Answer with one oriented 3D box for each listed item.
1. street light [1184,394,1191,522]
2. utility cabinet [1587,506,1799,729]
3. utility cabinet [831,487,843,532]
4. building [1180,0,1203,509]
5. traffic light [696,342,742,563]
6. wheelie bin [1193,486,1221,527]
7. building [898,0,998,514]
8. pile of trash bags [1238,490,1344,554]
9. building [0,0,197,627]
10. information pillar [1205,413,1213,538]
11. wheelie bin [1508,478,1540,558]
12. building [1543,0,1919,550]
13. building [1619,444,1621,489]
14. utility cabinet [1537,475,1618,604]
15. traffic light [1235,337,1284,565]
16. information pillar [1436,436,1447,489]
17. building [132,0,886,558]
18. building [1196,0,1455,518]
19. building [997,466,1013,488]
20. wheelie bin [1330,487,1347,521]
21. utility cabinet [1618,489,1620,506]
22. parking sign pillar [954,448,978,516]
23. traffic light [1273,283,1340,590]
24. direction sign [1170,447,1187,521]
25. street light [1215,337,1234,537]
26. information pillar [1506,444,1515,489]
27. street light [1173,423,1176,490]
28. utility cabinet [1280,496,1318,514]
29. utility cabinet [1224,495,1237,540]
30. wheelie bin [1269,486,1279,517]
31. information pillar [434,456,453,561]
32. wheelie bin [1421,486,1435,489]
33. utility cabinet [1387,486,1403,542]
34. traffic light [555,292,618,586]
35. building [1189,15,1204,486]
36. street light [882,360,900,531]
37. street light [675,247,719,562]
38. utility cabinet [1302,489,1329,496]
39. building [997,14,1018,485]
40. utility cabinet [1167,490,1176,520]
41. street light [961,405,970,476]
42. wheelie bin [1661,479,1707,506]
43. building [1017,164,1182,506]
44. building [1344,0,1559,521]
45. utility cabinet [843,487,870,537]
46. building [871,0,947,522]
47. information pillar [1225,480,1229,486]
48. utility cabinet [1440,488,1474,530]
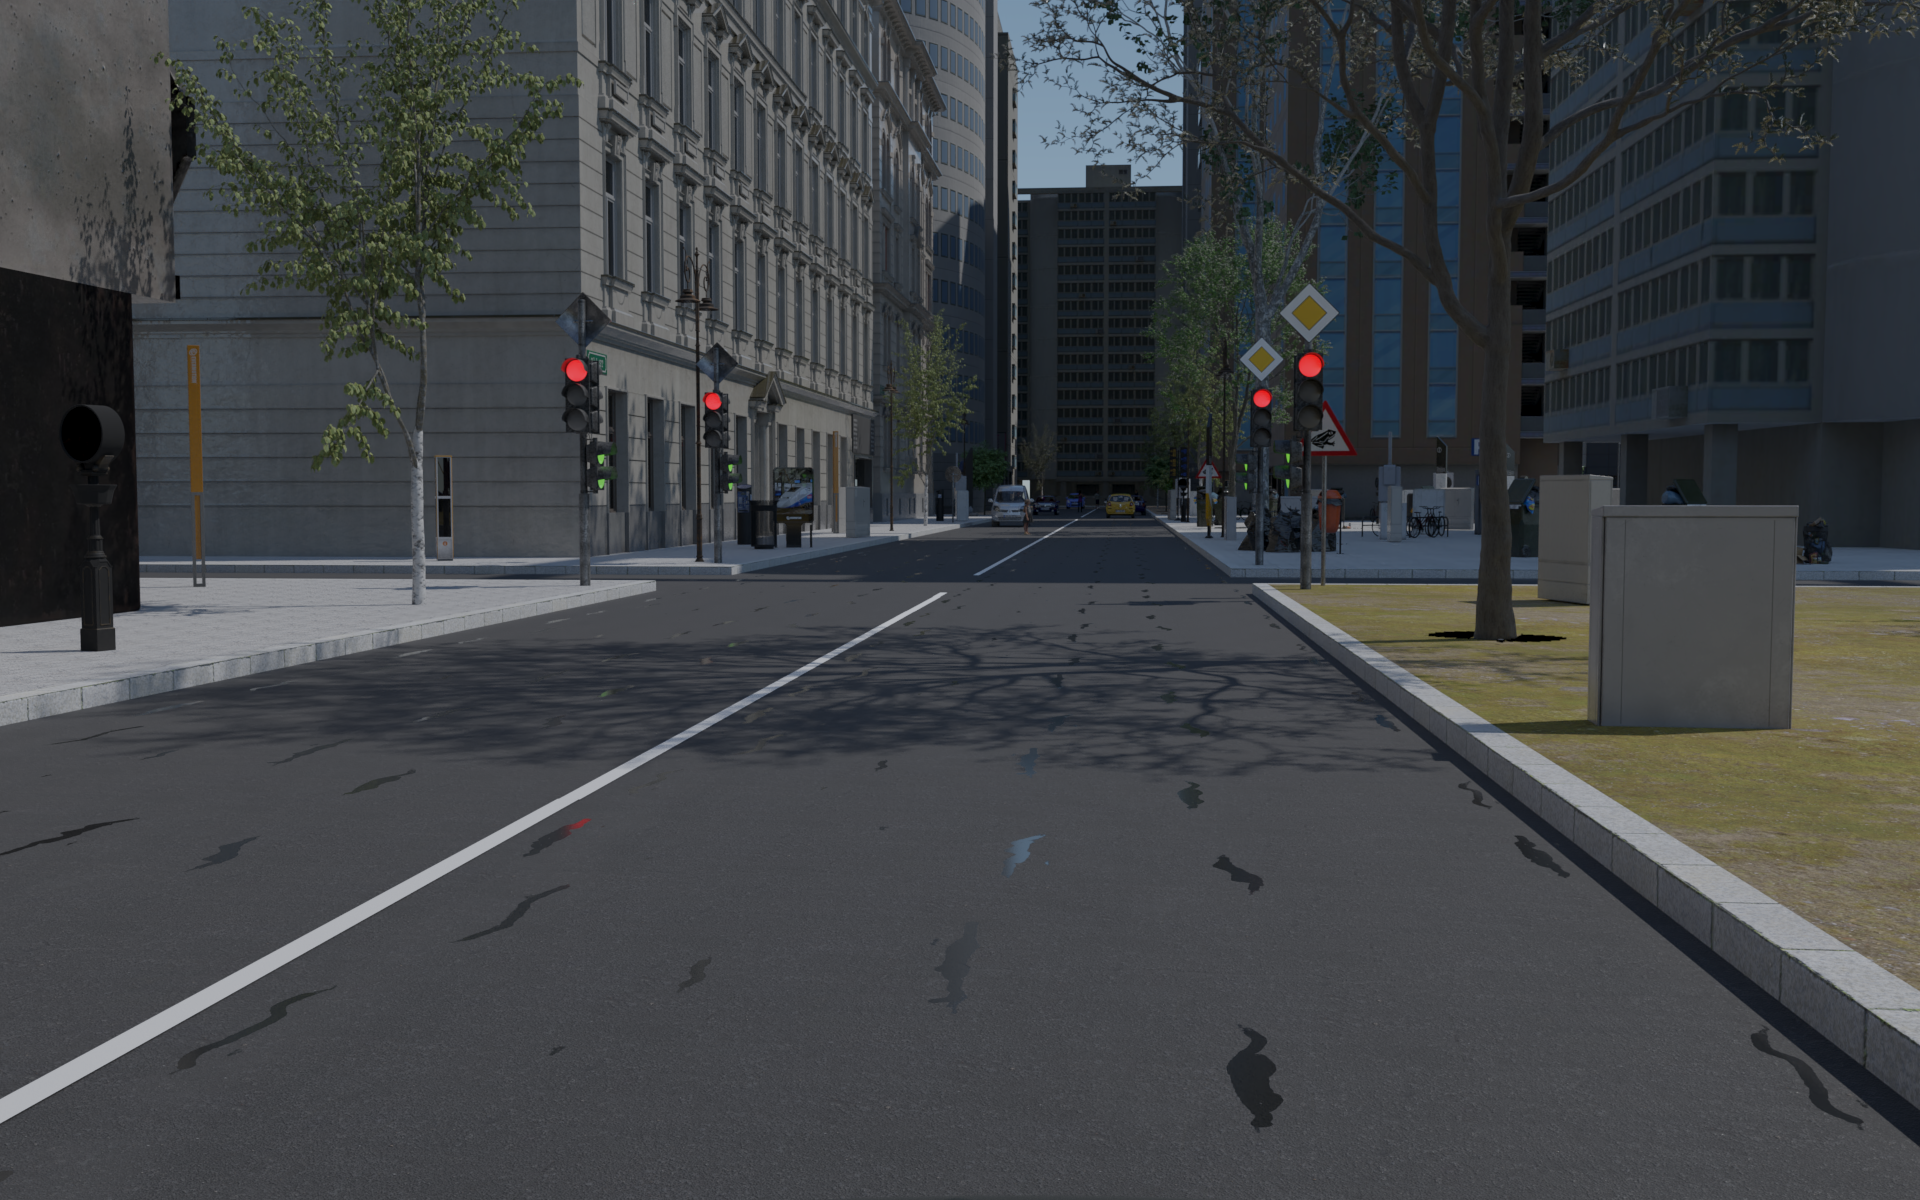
[{"bbox_3d":[10.291,-6.438,78.043,0.468,5.910,1.993,0,4,5],"label":"street light"},{"bbox_3d":[4.052,0.094,9.618,1.020,1.237,0.306,0,4,8],"label":"utility cabinet"},{"bbox_3d":[-3.735,-3.001,57.744,1.173,1.500,0.318,-3,5,-40],"label":"utility cabinet"},{"bbox_3d":[31.417,-37.953,162.536,21.231,58.520,28.212,0,4,5],"label":"building"},{"bbox_3d":[-4.481,-2.640,32.084,0.839,4.253,0.868,0,4,5],"label":"traffic light"},{"bbox_3d":[9.611,-3.662,67.779,0.980,1.594,0.693,1,4,12],"label":"wheelie bin"},{"bbox_3d":[-8.859,-35.424,121.173,21.231,58.520,28.212,0,4,5],"label":"building"},{"bbox_3d":[7.572,-1.750,38.371,1.912,1.369,3.447,-1,4,-14],"label":"pile of trash bags"},{"bbox_3d":[-17.796,-8.969,14.097,16.811,18.784,16.820,0,4,5],"label":"building"},{"bbox_3d":[7.207,-3.595,50.137,0.183,3.616,0.504,1,4,18],"label":"information pillar"},{"bbox_3d":[11.470,-1.675,35.294,0.693,1.594,0.980,-1,4,-22],"label":"wheelie bin"},{"bbox_3d":[30.165,-21.668,46.146,23.993,40.220,32.217,0,4,5],"label":"building"},{"bbox_3d":[61.659,-44.422,164.556,20.611,71.187,20.563,0,4,5],"label":"building"},{"bbox_3d":[7.252,-0.718,20.420,0.318,1.500,1.173,-1,4,-9],"label":"utility cabinet"},{"bbox_3d":[5.388,-2.584,31.172,0.839,4.253,0.868,0,4,5],"label":"traffic light"},{"bbox_3d":[19.425,-4.805,69.922,0.183,3.616,0.504,-3,4,-37],"label":"information pillar"},{"bbox_3d":[-13.407,-17.104,56.058,17.030,29.872,44.131,0,4,5],"label":"building"},{"bbox_3d":[22.871,-28.241,111.855,14.600,45.320,14.200,0,4,5],"label":"building"},{"bbox_3d":[-6.021,-43.244,145.289,20.563,71.187,20.611,0,4,5],"label":"building"},{"bbox_3d":[17.741,-4.499,81.459,0.980,1.594,0.693,-1,4,-21],"label":"wheelie bin"},{"bbox_3d":[25.964,-3.690,69.008,0.318,1.500,1.173,-2,4,-33],"label":"utility cabinet"},{"bbox_3d":[0.346,-6.821,99.989,1.447,3.967,1.447,1,4,19],"label":"parking sign pillar"},{"bbox_3d":[4.638,-2.098,23.222,0.839,4.253,0.868,0,4,5],"label":"traffic light"},{"bbox_3d":[10.518,-5.594,83.462,0.876,3.537,0.379,2,4,26],"label":"direction sign"},{"bbox_3d":[7.789,-4.787,51.057,0.468,5.910,1.993,0,4,5],"label":"street light"},{"bbox_3d":[25.185,-5.389,79.469,0.504,3.616,0.183,-1,4,-15],"label":"information pillar"},{"bbox_3d":[12.985,-8.091,105.077,0.468,5.910,1.993,0,4,5],"label":"street light"},{"bbox_3d":[9.237,-2.201,47.140,1.020,1.237,0.306,1,4,12],"label":"utility cabinet"},{"bbox_3d":[7.558,-2.277,48.384,0.306,1.237,1.020,0,4,5],"label":"utility cabinet"},{"bbox_3d":[12.036,-3.649,67.569,0.693,1.594,0.980,2,4,27],"label":"wheelie bin"},{"bbox_3d":[-9.905,-1.757,33.226,0.304,2.012,0.304,-1,4,-22],"label":"information pillar"},{"bbox_3d":[18.366,-3.686,68.178,0.980,1.594,0.693,-2,4,-28],"label":"wheelie bin"},{"bbox_3d":[11.673,-2.311,46.469,0.318,1.500,1.173,1,4,9],"label":"utility cabinet"},{"bbox_3d":[-5.231,-2.154,24.134,0.839,4.253,0.868,0,4,5],"label":"traffic light"},{"bbox_3d":[29.856,-31.435,133.563,23.786,49.044,30.456,0,4,5],"label":"building"},{"bbox_3d":[-2.371,-5.330,59.928,0.468,5.910,1.993,0,4,5],"label":"street light"},{"bbox_3d":[-4.926,-3.657,32.584,0.468,5.910,1.993,0,4,5],"label":"street light"},{"bbox_3d":[16.392,-4.361,79.976,1.173,1.500,0.318,2,4,30],"label":"utility cabinet"},{"bbox_3d":[-5.468,-33.459,170.751,21.600,48.544,21.300,0,4,5],"label":"building"},{"bbox_3d":[10.452,-4.699,85.501,0.318,1.500,1.173,0,4,0],"label":"utility cabinet"},{"bbox_3d":[0.223,-6.998,87.208,0.468,5.910,1.993,0,4,5],"label":"street light"},{"bbox_3d":[15.099,-1.731,36.214,0.980,1.594,0.693,-2,4,-28],"label":"wheelie bin"},{"bbox_3d":[17.591,-31.508,207.037,23.993,40.220,32.217,0,4,5],"label":"building"},{"bbox_3d":[23.033,-26.786,88.060,14.600,45.320,14.200,0,4,5],"label":"building"},{"bbox_3d":[-3.008,-2.605,51.275,0.318,1.500,1.173,1,4,19],"label":"utility cabinet"},{"bbox_3d":[-8.674,-18.483,89.582,14.401,28.519,23.554,0,4,5],"label":"building"},{"bbox_3d":[13.908,-5.246,90.271,0.304,2.012,0.304,2,4,33],"label":"information pillar"},{"bbox_3d":[17.620,-3.230,61.487,1.173,1.500,0.318,3,4,39],"label":"utility cabinet"}]
